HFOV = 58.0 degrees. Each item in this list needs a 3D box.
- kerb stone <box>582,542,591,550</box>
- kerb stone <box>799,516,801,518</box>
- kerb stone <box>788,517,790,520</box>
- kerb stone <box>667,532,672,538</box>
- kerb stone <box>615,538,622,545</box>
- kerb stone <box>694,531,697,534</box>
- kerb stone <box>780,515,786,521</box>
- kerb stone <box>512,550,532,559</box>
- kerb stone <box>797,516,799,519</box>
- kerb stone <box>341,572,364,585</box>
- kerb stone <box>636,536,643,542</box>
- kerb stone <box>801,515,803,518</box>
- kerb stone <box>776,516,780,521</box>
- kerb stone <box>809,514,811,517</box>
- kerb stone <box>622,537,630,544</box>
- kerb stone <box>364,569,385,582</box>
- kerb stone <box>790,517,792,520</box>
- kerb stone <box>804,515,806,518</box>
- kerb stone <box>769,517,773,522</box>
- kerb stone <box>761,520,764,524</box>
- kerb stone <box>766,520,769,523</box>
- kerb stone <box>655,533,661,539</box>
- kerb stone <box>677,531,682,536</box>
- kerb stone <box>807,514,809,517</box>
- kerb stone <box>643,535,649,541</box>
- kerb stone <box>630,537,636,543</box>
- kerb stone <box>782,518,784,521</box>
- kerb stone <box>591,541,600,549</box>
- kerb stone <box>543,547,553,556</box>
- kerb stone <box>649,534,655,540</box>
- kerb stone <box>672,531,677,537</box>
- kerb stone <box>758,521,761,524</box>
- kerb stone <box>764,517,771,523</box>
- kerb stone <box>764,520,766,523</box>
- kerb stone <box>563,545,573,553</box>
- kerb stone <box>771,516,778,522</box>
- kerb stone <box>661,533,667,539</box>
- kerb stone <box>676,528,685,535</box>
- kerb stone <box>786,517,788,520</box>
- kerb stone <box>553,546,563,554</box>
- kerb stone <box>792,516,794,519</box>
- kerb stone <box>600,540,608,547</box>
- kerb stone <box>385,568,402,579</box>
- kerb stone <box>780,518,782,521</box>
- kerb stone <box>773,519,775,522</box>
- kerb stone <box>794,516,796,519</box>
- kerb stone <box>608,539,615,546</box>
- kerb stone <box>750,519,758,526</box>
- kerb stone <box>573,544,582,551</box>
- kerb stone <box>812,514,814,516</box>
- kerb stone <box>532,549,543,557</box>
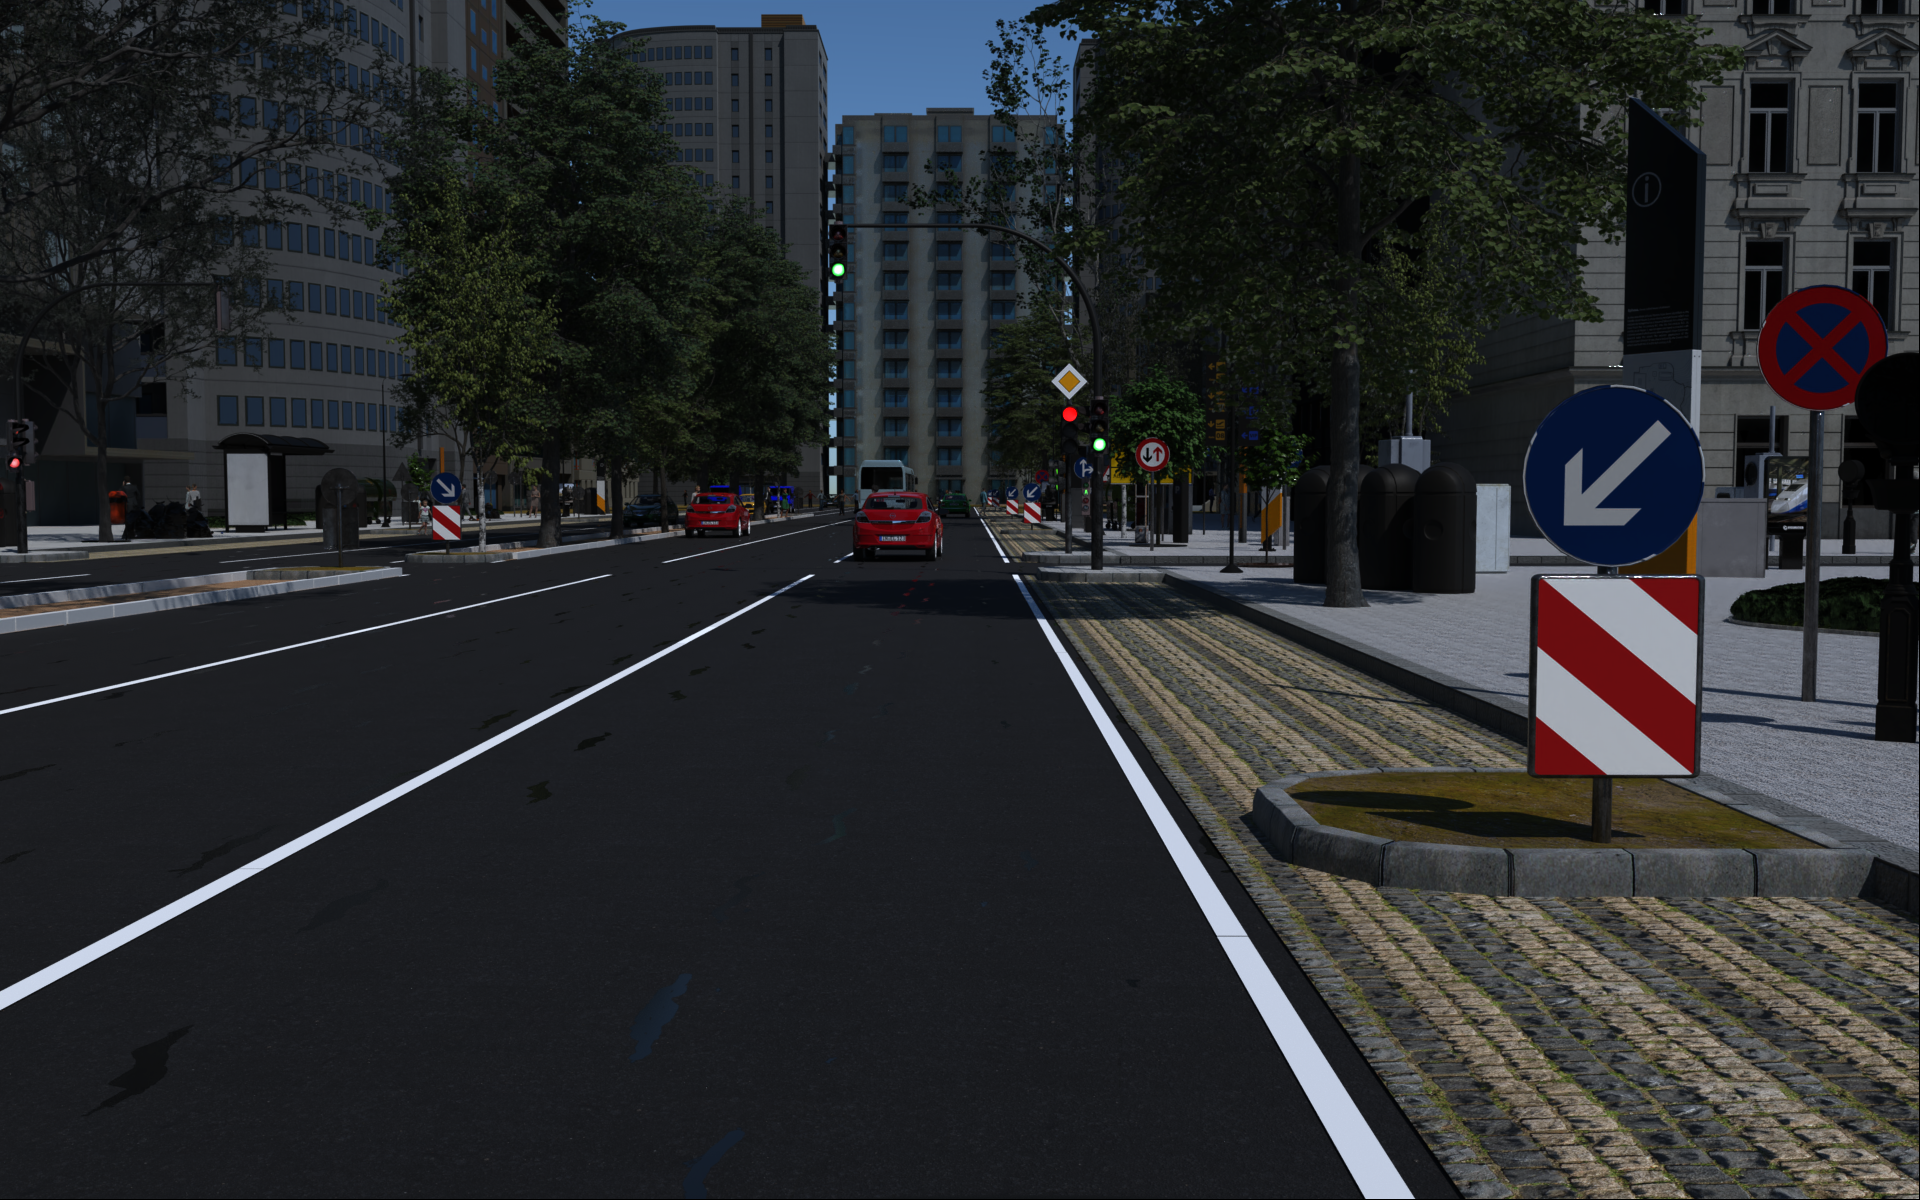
[{"bbox_3d":[-9.733,-1.367,44.583,0.120,0.150,1.000,0,4,0],"label":"kerb stone"},{"bbox_3d":[-9.526,-4.821,101.012,0.120,0.150,1.000,0,4,0],"label":"kerb stone"},{"bbox_3d":[-9.555,-4.440,94.845,0.120,0.150,1.000,0,4,0],"label":"kerb stone"},{"bbox_3d":[-9.689,-2.122,56.896,0.120,0.150,1.000,0,4,0],"label":"kerb stone"},{"bbox_3d":[-9.722,-1.620,48.686,0.120,0.150,1.000,0,4,0],"label":"kerb stone"},{"bbox_3d":[-9.666,-2.434,62.036,0.120,0.150,1.000,0,4,0],"label":"kerb stone"},{"bbox_3d":[-9.563,-4.318,92.800,0.120,0.150,1.000,0,4,0],"label":"kerb stone"},{"bbox_3d":[-9.748,-0.991,38.433,0.120,0.150,1.000,0,4,0],"label":"kerb stone"},{"bbox_3d":[-9.536,-4.756,99.978,0.120,0.150,1.000,0,4,0],"label":"kerb stone"},{"bbox_3d":[-9.787,-0.331,27.648,0.120,0.150,1.000,0,4,0],"label":"kerb stone"},{"bbox_3d":[-9.701,-1.809,51.772,0.120,0.150,1.000,0,4,0],"label":"kerb stone"},{"bbox_3d":[-9.527,-4.880,102.046,0.120,0.150,1.000,0,4,0],"label":"kerb stone"},{"bbox_3d":[-9.574,-4.126,89.704,0.120,0.150,1.000,0,4,0],"label":"kerb stone"},{"bbox_3d":[-9.509,-5.198,107.180,0.120,0.150,1.000,0,4,0],"label":"kerb stone"},{"bbox_3d":[-9.714,-1.683,49.720,0.120,0.150,1.000,0,4,0],"label":"kerb stone"},{"bbox_3d":[-9.786,-0.395,28.670,0.120,0.150,1.000,0,4,0],"label":"kerb stone"},{"bbox_3d":[-9.544,-4.506,95.868,0.120,0.150,1.000,0,4,0],"label":"kerb stone"},{"bbox_3d":[-9.513,-5.002,104.090,0.120,0.150,1.000,0,4,0],"label":"kerb stone"},{"bbox_3d":[-9.587,-3.941,86.630,0.120,0.150,1.000,0,4,0],"label":"kerb stone"},{"bbox_3d":[-9.600,-3.684,82.533,0.120,0.150,1.000,0,4,0],"label":"kerb stone"},{"bbox_3d":[-9.586,-3.815,84.578,0.120,0.150,1.000,0,4,0],"label":"kerb stone"},{"bbox_3d":[-9.695,-1.997,54.844,0.120,0.150,1.000,0,4,0],"label":"kerb stone"},{"bbox_3d":[-9.680,-2.248,58.955,0.120,0.150,1.000,0,4,0],"label":"kerb stone"},{"bbox_3d":[-9.518,-5.135,106.155,0.120,0.150,1.000,0,4,0],"label":"kerb stone"},{"bbox_3d":[-9.701,-1.871,52.794,0.120,0.150,1.000,0,4,0],"label":"kerb stone"},{"bbox_3d":[-9.712,-1.746,50.747,0.120,0.150,1.000,0,4,0],"label":"kerb stone"},{"bbox_3d":[-9.561,-4.255,91.759,0.120,0.150,1.000,0,4,0],"label":"kerb stone"},{"bbox_3d":[-9.726,-1.432,45.611,0.120,0.150,1.000,0,4,0],"label":"kerb stone"},{"bbox_3d":[-9.752,-1.111,40.478,0.120,0.150,1.000,0,4,0],"label":"kerb stone"},{"bbox_3d":[-9.700,-1.934,53.822,0.120,0.150,1.000,0,4,0],"label":"kerb stone"},{"bbox_3d":[-9.681,-2.185,57.926,0.120,0.150,1.000,0,4,0],"label":"kerb stone"},{"bbox_3d":[-9.604,-3.621,81.502,0.120,0.150,1.000,0,4,0],"label":"kerb stone"},{"bbox_3d":[-9.585,-3.878,85.603,0.120,0.150,1.000,0,4,0],"label":"kerb stone"},{"bbox_3d":[-9.591,-3.753,83.555,0.120,0.150,1.000,0,4,0],"label":"kerb stone"},{"bbox_3d":[-9.741,-1.244,42.528,0.120,0.150,1.000,0,4,0],"label":"kerb stone"},{"bbox_3d":[-9.576,-4.066,88.682,0.120,0.150,1.000,0,4,0],"label":"kerb stone"},{"bbox_3d":[-9.685,-2.059,55.866,0.120,0.150,1.000,0,4,0],"label":"kerb stone"},{"bbox_3d":[-9.675,-2.310,59.978,0.120,0.150,1.000,0,4,0],"label":"kerb stone"},{"bbox_3d":[-9.559,-4.381,93.822,0.120,0.150,1.000,0,4,0],"label":"kerb stone"},{"bbox_3d":[-9.743,-1.180,41.502,0.120,0.150,1.000,0,4,0],"label":"kerb stone"},{"bbox_3d":[-9.542,-4.569,96.896,0.120,0.150,1.000,0,4,0],"label":"kerb stone"},{"bbox_3d":[-9.719,-1.495,46.642,0.120,0.150,1.000,0,4,0],"label":"kerb stone"},{"bbox_3d":[-9.790,-0.459,29.704,0.120,0.150,1.000,0,4,0],"label":"kerb stone"},{"bbox_3d":[-9.564,-4.191,90.734,0.120,0.150,1.000,0,4,0],"label":"kerb stone"},{"bbox_3d":[-9.582,-4.004,87.652,0.120,0.150,1.000,0,4,0],"label":"kerb stone"},{"bbox_3d":[-9.540,-4.631,97.920,0.120,0.150,1.000,0,4,0],"label":"kerb stone"},{"bbox_3d":[-9.717,-1.555,47.664,0.120,0.150,1.000,0,4,0],"label":"kerb stone"},{"bbox_3d":[-9.603,-3.561,80.472,0.120,0.150,1.000,0,4,0],"label":"kerb stone"},{"bbox_3d":[-9.740,-1.306,43.561,0.120,0.150,1.000,0,4,0],"label":"kerb stone"},{"bbox_3d":[-9.501,-5.321,109.233,0.120,0.150,1.000,0,4,0],"label":"kerb stone"},{"bbox_3d":[-9.742,-1.056,39.456,0.120,0.150,1.000,0,4,0],"label":"kerb stone"}]
